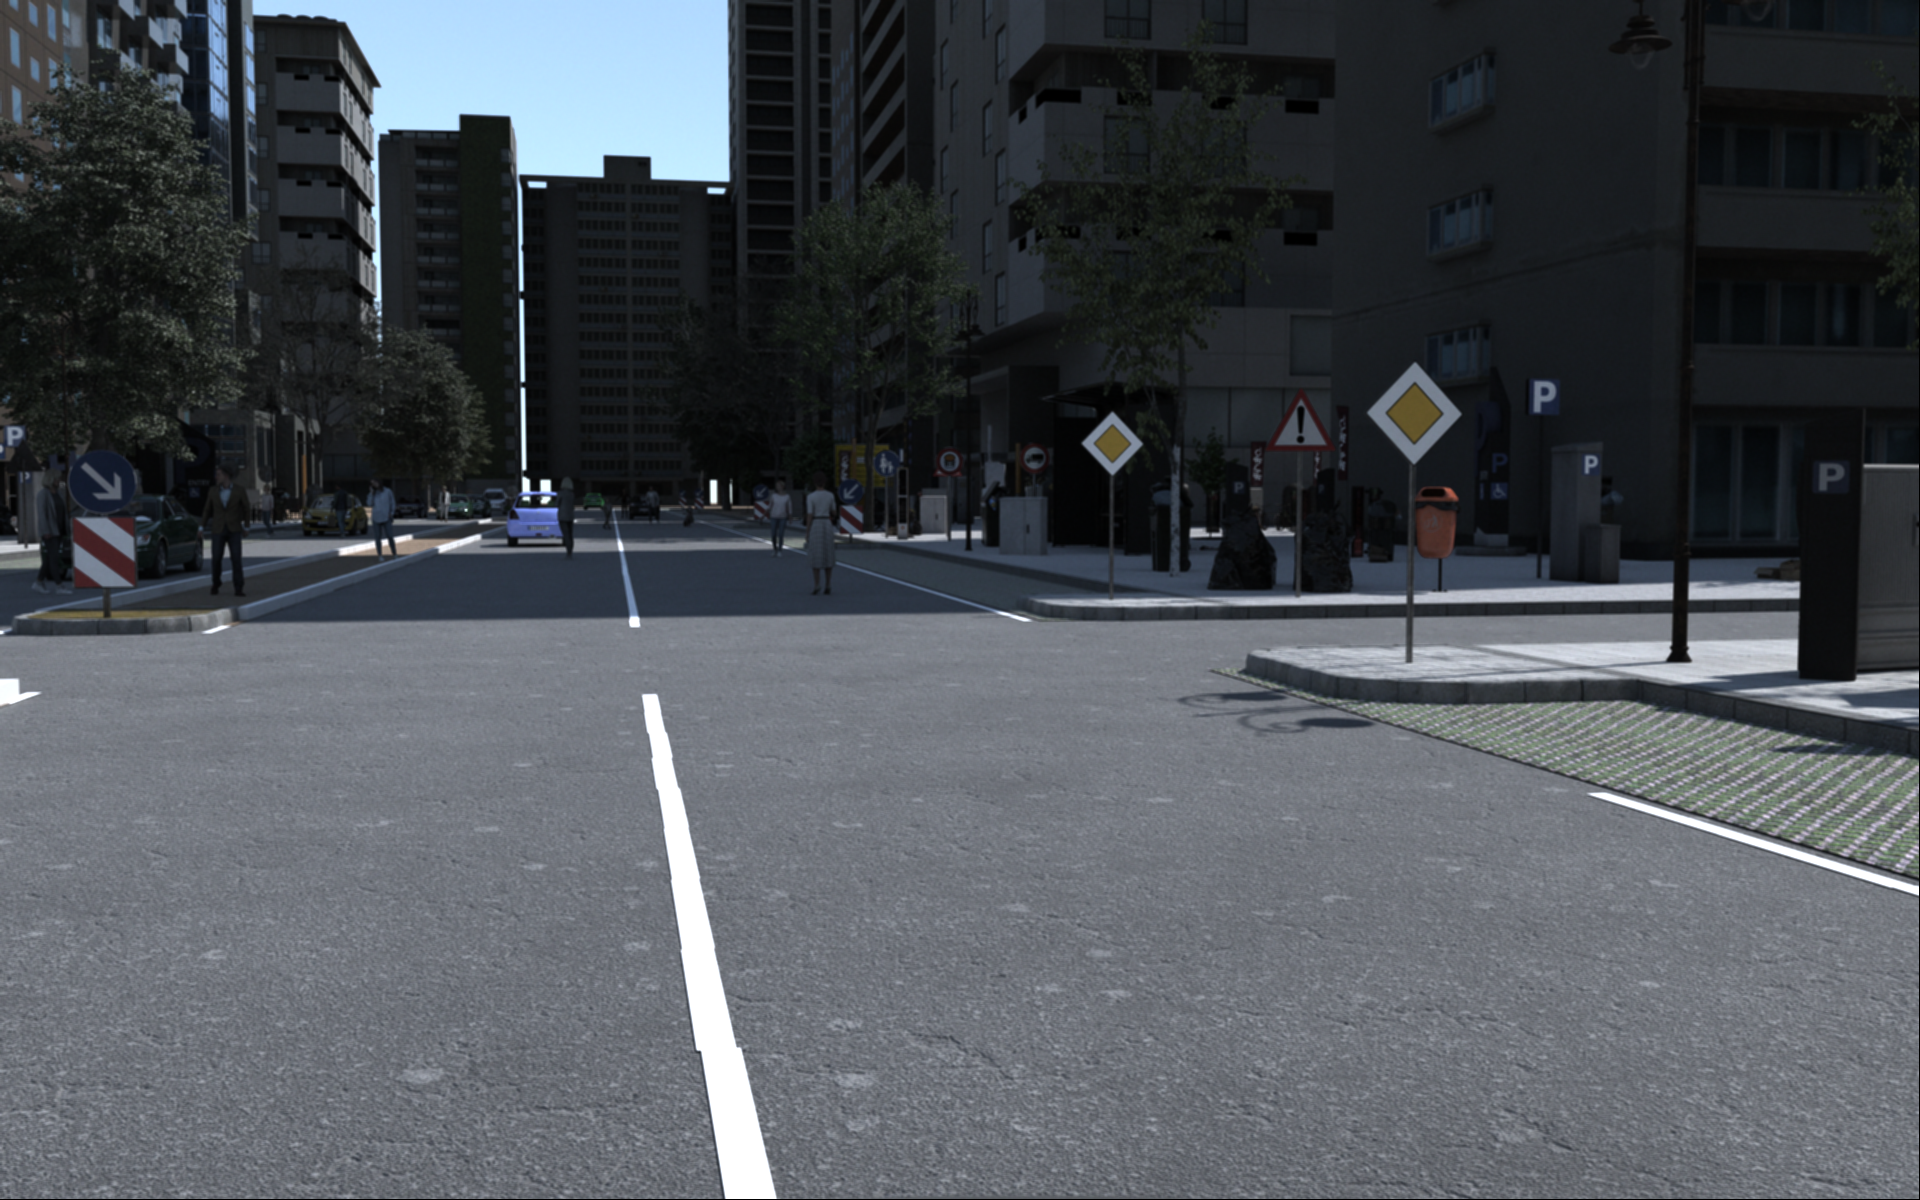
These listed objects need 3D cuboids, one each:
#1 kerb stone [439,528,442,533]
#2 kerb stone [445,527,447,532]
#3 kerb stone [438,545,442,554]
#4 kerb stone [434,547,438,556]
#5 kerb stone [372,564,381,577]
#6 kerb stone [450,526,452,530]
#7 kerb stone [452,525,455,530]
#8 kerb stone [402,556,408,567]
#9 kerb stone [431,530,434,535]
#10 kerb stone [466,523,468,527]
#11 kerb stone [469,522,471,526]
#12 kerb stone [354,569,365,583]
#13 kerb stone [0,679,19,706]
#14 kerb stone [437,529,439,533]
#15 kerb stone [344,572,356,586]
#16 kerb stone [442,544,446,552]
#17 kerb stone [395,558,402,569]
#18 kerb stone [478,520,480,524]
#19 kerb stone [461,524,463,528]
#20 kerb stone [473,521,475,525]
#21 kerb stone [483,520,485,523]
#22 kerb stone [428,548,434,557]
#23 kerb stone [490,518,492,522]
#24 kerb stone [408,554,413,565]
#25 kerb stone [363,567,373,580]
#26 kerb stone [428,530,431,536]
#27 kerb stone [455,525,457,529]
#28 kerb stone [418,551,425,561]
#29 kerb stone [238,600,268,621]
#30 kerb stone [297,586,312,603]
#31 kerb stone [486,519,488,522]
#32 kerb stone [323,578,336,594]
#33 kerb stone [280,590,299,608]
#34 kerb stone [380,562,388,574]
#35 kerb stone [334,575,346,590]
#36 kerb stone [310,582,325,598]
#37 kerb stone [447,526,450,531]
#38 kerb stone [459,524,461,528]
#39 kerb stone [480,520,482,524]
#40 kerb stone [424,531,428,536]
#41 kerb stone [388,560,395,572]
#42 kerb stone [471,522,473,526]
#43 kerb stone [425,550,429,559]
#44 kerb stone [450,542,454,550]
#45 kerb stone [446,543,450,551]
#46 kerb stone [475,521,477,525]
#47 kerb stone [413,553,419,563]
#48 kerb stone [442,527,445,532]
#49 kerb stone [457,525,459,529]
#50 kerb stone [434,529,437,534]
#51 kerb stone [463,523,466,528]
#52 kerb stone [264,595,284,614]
[{"bbox_3d":[-18.995,-2.488,62.868,0.120,0.150,1.000,-1,4,-11],"label":"kerb stone"},{"bbox_3d":[-19.411,-2.611,64.885,0.120,0.150,1.000,-1,4,-11],"label":"kerb stone"},{"bbox_3d":[-12.476,-1.159,41.168,0.120,0.150,1.000,-1,4,-11],"label":"kerb stone"},{"bbox_3d":[-12.268,-1.099,40.167,0.120,0.150,1.000,-1,4,-11],"label":"kerb stone"},{"bbox_3d":[-10.234,-0.484,30.114,0.120,0.150,1.000,-1,4,-11],"label":"kerb stone"},{"bbox_3d":[-19.810,-2.734,66.890,0.120,0.150,1.000,-1,4,-11],"label":"kerb stone"},{"bbox_3d":[-20.015,-2.795,67.892,0.120,0.150,1.000,-1,4,-11],"label":"kerb stone"},{"bbox_3d":[-11.049,-0.726,34.136,0.120,0.150,1.000,-1,4,-11],"label":"kerb stone"},{"bbox_3d":[-18.390,-2.302,59.851,0.120,0.150,1.000,-1,4,-11],"label":"kerb stone"},{"bbox_3d":[-21.232,-3.159,73.926,0.120,0.150,1.000,-1,4,-11],"label":"kerb stone"},{"bbox_3d":[-21.636,-3.286,75.933,0.120,0.150,1.000,-1,4,-11],"label":"kerb stone"},{"bbox_3d":[-9.823,-0.361,28.090,0.120,0.150,1.000,-1,4,-11],"label":"kerb stone"},{"bbox_3d":[-6.490,0.653,11.519,0.120,0.150,1.000,-1,4,-11],"label":"kerb stone"},{"bbox_3d":[-18.798,-2.426,61.865,0.120,0.150,1.000,-1,4,-11],"label":"kerb stone"},{"bbox_3d":[-9.628,-0.299,27.086,0.120,0.150,1.000,-1,4,-11],"label":"kerb stone"},{"bbox_3d":[-12.679,-1.222,42.170,0.120,0.150,1.000,-1,4,-11],"label":"kerb stone"},{"bbox_3d":[-10.848,-0.669,33.132,0.120,0.150,1.000,-1,4,-11],"label":"kerb stone"},{"bbox_3d":[-22.652,-3.594,80.955,0.120,0.150,1.000,-1,4,-11],"label":"kerb stone"},{"bbox_3d":[-20.827,-3.040,71.906,0.120,0.150,1.000,-1,4,-11],"label":"kerb stone"},{"bbox_3d":[-22.055,-3.401,77.940,0.120,0.150,1.000,-1,4,-11],"label":"kerb stone"},{"bbox_3d":[-23.264,-3.777,83.970,0.120,0.150,1.000,-1,4,-11],"label":"kerb stone"},{"bbox_3d":[-12.060,-1.038,39.166,0.120,0.150,1.000,-1,4,-11],"label":"kerb stone"},{"bbox_3d":[-24.284,-4.085,88.993,0.120,0.150,1.000,-1,4,-11],"label":"kerb stone"},{"bbox_3d":[-11.265,-0.790,35.154,0.120,0.150,1.000,-1,4,-11],"label":"kerb stone"},{"bbox_3d":[-10.031,-0.422,29.103,0.120,0.150,1.000,-1,4,-11],"label":"kerb stone"},{"bbox_3d":[-18.191,-2.242,58.846,0.120,0.150,1.000,-1,4,-11],"label":"kerb stone"},{"bbox_3d":[-20.222,-2.856,68.893,0.120,0.150,1.000,-1,4,-11],"label":"kerb stone"},{"bbox_3d":[-11.659,-0.915,37.161,0.120,0.150,1.000,-1,4,-11],"label":"kerb stone"},{"bbox_3d":[-8.206,0.131,20.053,0.120,0.150,1.000,-1,4,-11],"label":"kerb stone"},{"bbox_3d":[-8.810,-0.050,23.070,0.120,0.150,1.000,-1,4,-11],"label":"kerb stone"},{"bbox_3d":[-23.675,-3.901,85.980,0.120,0.150,1.000,-1,4,-11],"label":"kerb stone"},{"bbox_3d":[-9.212,-0.176,25.076,0.120,0.150,1.000,-1,4,-11],"label":"kerb stone"},{"bbox_3d":[-8.610,0.008,22.064,0.120,0.150,1.000,-1,4,-11],"label":"kerb stone"},{"bbox_3d":[-10.443,-0.546,31.118,0.120,0.150,1.000,-1,4,-11],"label":"kerb stone"},{"bbox_3d":[-9.429,-0.237,26.075,0.120,0.150,1.000,-1,4,-11],"label":"kerb stone"},{"bbox_3d":[-9.012,-0.115,24.072,0.120,0.150,1.000,-1,4,-11],"label":"kerb stone"},{"bbox_3d":[-19.610,-2.672,65.888,0.120,0.150,1.000,-1,4,-11],"label":"kerb stone"},{"bbox_3d":[-20.621,-2.979,70.904,0.120,0.150,1.000,-1,4,-11],"label":"kerb stone"},{"bbox_3d":[-22.858,-3.651,81.957,0.120,0.150,1.000,-1,4,-11],"label":"kerb stone"},{"bbox_3d":[-17.980,-2.180,57.841,0.120,0.150,1.000,-1,4,-11],"label":"kerb stone"},{"bbox_3d":[-10.645,-0.607,32.126,0.120,0.150,1.000,-1,4,-11],"label":"kerb stone"},{"bbox_3d":[-21.846,-3.345,76.934,0.120,0.150,1.000,-1,4,-11],"label":"kerb stone"},{"bbox_3d":[-11.867,-0.977,38.162,0.120,0.150,1.000,-1,4,-11],"label":"kerb stone"},{"bbox_3d":[-13.086,-1.345,44.190,0.120,0.150,1.000,-1,4,-11],"label":"kerb stone"},{"bbox_3d":[-12.883,-1.283,43.172,0.120,0.150,1.000,-1,4,-11],"label":"kerb stone"},{"bbox_3d":[-22.250,-3.471,78.943,0.120,0.150,1.000,-1,4,-11],"label":"kerb stone"},{"bbox_3d":[-11.456,-0.854,36.159,0.120,0.150,1.000,-1,4,-11],"label":"kerb stone"},{"bbox_3d":[-19.208,-2.550,63.883,0.120,0.150,1.000,-1,4,-11],"label":"kerb stone"},{"bbox_3d":[-20.421,-2.916,69.896,0.120,0.150,1.000,-1,4,-11],"label":"kerb stone"},{"bbox_3d":[-18.594,-2.365,60.856,0.120,0.150,1.000,-1,4,-11],"label":"kerb stone"},{"bbox_3d":[-21.028,-3.100,72.911,0.120,0.150,1.000,-1,4,-11],"label":"kerb stone"},{"bbox_3d":[-8.410,0.071,21.055,0.120,0.150,1.000,-1,4,-11],"label":"kerb stone"}]
